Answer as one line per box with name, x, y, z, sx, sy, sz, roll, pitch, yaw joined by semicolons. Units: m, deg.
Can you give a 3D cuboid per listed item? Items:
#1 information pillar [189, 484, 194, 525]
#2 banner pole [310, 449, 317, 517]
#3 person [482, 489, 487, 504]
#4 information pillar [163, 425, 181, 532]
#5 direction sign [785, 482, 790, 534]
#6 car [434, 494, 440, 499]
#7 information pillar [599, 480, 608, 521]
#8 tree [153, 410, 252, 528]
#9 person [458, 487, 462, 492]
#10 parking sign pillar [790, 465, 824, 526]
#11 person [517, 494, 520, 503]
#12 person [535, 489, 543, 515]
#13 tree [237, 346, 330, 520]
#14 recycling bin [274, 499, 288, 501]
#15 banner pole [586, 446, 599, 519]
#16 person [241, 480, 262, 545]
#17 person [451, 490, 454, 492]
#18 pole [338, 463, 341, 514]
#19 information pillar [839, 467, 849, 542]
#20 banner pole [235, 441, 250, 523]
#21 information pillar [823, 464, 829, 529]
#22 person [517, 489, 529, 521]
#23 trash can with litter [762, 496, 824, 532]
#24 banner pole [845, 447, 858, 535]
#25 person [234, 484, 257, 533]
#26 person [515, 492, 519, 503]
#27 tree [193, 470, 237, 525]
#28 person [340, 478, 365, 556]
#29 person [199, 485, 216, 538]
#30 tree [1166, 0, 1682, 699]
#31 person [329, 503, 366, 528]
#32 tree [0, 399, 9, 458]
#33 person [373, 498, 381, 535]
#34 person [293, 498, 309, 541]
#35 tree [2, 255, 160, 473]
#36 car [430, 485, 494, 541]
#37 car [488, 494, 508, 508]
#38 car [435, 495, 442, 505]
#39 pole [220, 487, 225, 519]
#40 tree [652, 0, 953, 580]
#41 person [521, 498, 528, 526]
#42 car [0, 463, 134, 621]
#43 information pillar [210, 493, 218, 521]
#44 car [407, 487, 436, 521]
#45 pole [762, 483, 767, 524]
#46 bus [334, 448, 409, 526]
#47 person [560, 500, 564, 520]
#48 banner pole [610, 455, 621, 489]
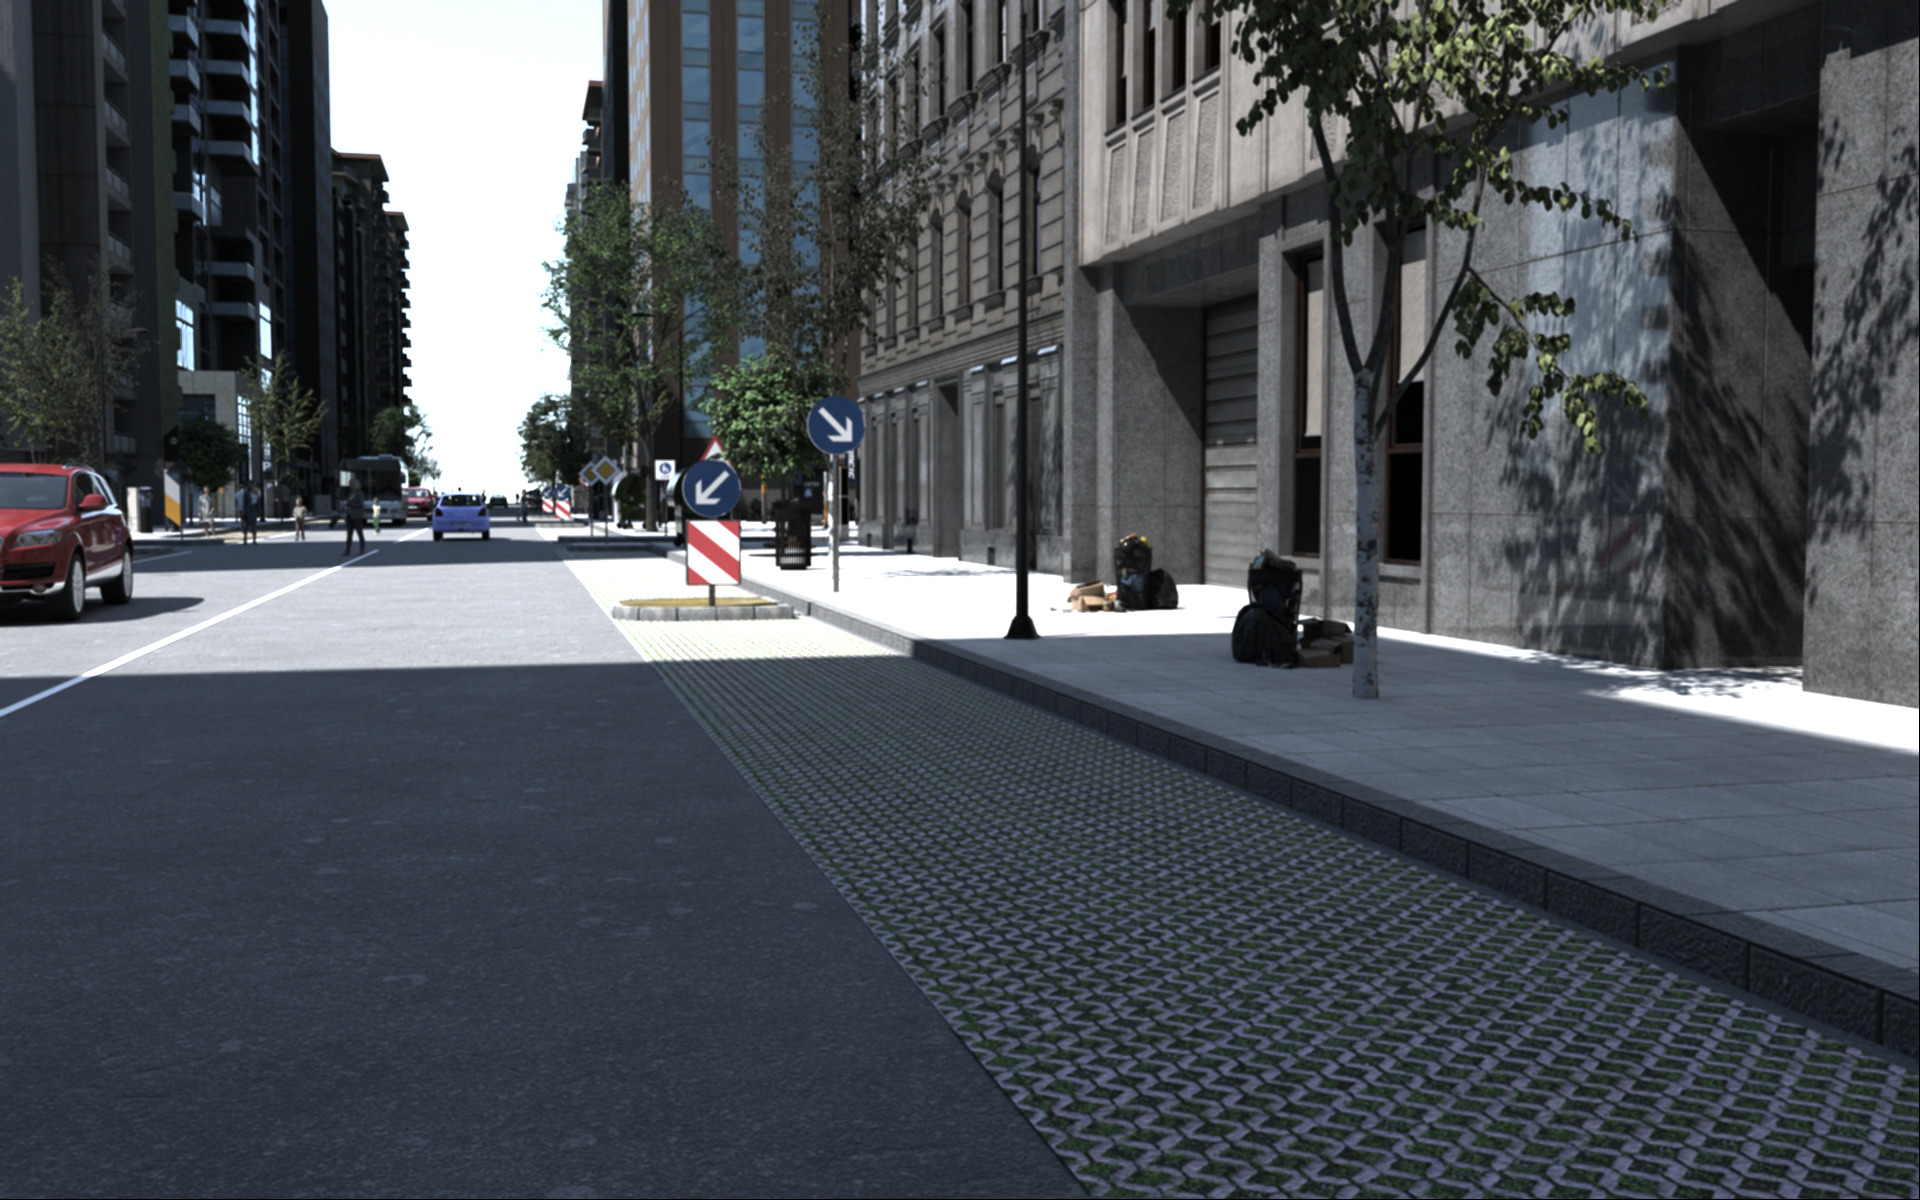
information pillar;-31.582;-4.876;71.078;0.183;3.616;0.504;-2;4;-29
banner pole;-36.185;-6.528;96.748;0.401;3.779;0.863;-1;4;-12
person;-39.437;-8.290;143.901;0.599;1.838;0.709;-1;4;-13
information pillar;-26.470;-4.090;58.228;0.504;3.616;0.183;-1;4;-22
direction sign;-5.488;-3.888;55.573;0.379;3.537;0.876;-2;4;-27
car;-65.157;-12.513;214.815;2.015;1.641;3.980;-1;4;-14
information pillar;-17.142;-4.815;83.219;0.304;2.012;0.304;2;4;24
tree;-28.761;-5.037;66.063;4.285;4.588;4.351;0;3;0
person;-25.068;-4.793;87.055;0.721;1.800;0.419;-2;4;-27
parking sign pillar;-6.140;-4.929;69.061;1.447;3.967;1.447;-2;4;-29
person;-70.988;-16.444;278.279;0.530;1.710;0.541;-3;5;-43
person;-28.387;-6.575;116.599;0.593;1.750;0.643;-3;4;-36
tree;-34.096;-8.345;86.809;4.737;8.622;4.395;0;3;0
recycling bin;-38.512;-5.229;98.049;0.722;1.027;0.722;-3;5;-41
banner pole;-19.177;-6.148;90.542;0.863;3.779;0.401;2;4;30
person;-20.048;-2.473;48.965;0.581;1.822;0.654;-3;4;-37
person;-44.298;-8.735;151.313;0.705;1.824;1.348;-2;4;-28
pole;-40.461;-7.288;112.998;0.158;3.312;0.155;0;3;0
information pillar;-3.199;-2.584;46.734;0.304;2.012;0.304;-3;5;-42
banner pole;-31.411;-5.238;75.650;0.863;3.779;0.401;0;4;4
information pillar;-4.937;-4.455;64.197;0.183;3.616;0.504;1;4;12
person;-23.376;-5.088;92.529;0.643;1.720;0.563;-1;4;-8
trash can with litter;-5.809;-2.929;58.945;2.233;1.210;1.678;3;5;42
banner pole;-3.278;-3.935;54.354;0.863;3.779;0.401;2;4;29
person;-26.136;-3.340;63.292;0.721;1.800;0.419;0;4;3
person;-68.140;-15.727;266.454;0.721;1.723;1.217;1;4;11
tree;-31.597;-4.783;72.804;1.663;3.219;1.824;0;3;0
person;-14.099;-1.933;40.286;0.537;1.800;0.526;3;5;40
person;-23.361;-2.707;53.767;0.512;1.701;0.522;-1;4;-14
tree;2.582;-3.674;10.439;4.737;8.622;4.395;0;3;0
person;-25.773;-3.922;72.841;1.509;1.804;0.699;-2;4;-27
tree;-21.572;-3.180;35.709;4.285;4.588;4.351;0;3;0
person;-20.395;-2.927;60.611;0.306;1.304;0.590;0;4;2
person;-20.273;-2.476;53.249;0.475;1.303;0.640;-1;4;-11
tree;-26.524;-6.242;52.427;4.360;8.622;3.978;0;3;0
car;-15.739;-2.760;54.714;1.945;1.707;3.694;-1;4;-15
car;-46.201;-10.064;173.334;1.959;1.807;4.718;-1;4;-15
car;-50.283;-9.520;168.232;1.945;1.354;3.894;-1;4;-16
pole;-37.646;-5.780;88.347;0.158;3.312;0.155;0;3;0
tree;-2.099;-4.614;25.803;4.360;8.622;3.978;0;3;0
person;-19.734;-3.997;78.538;0.352;1.250;0.332;0;4;8
car;-11.403;-0.747;20.882;2.281;1.827;5.304;-1;4;-16
information pillar;-35.899;-5.608;83.038;0.504;3.616;0.183;-3;5;-44
car;-29.083;-5.120;92.377;2.281;1.827;5.304;-1;4;-14
pole;-8.293;-4.859;73.291;0.158;3.312;0.155;0;3;0
bus;-27.244;-5.257;80.818;2.948;3.499;13.247;-1;4;-16
person;-21.805;-4.998;94.885;0.362;1.253;0.373;3;5;41
banner pole;-20.753;-7.017;104.742;0.863;3.779;0.401;-1;4;-11
